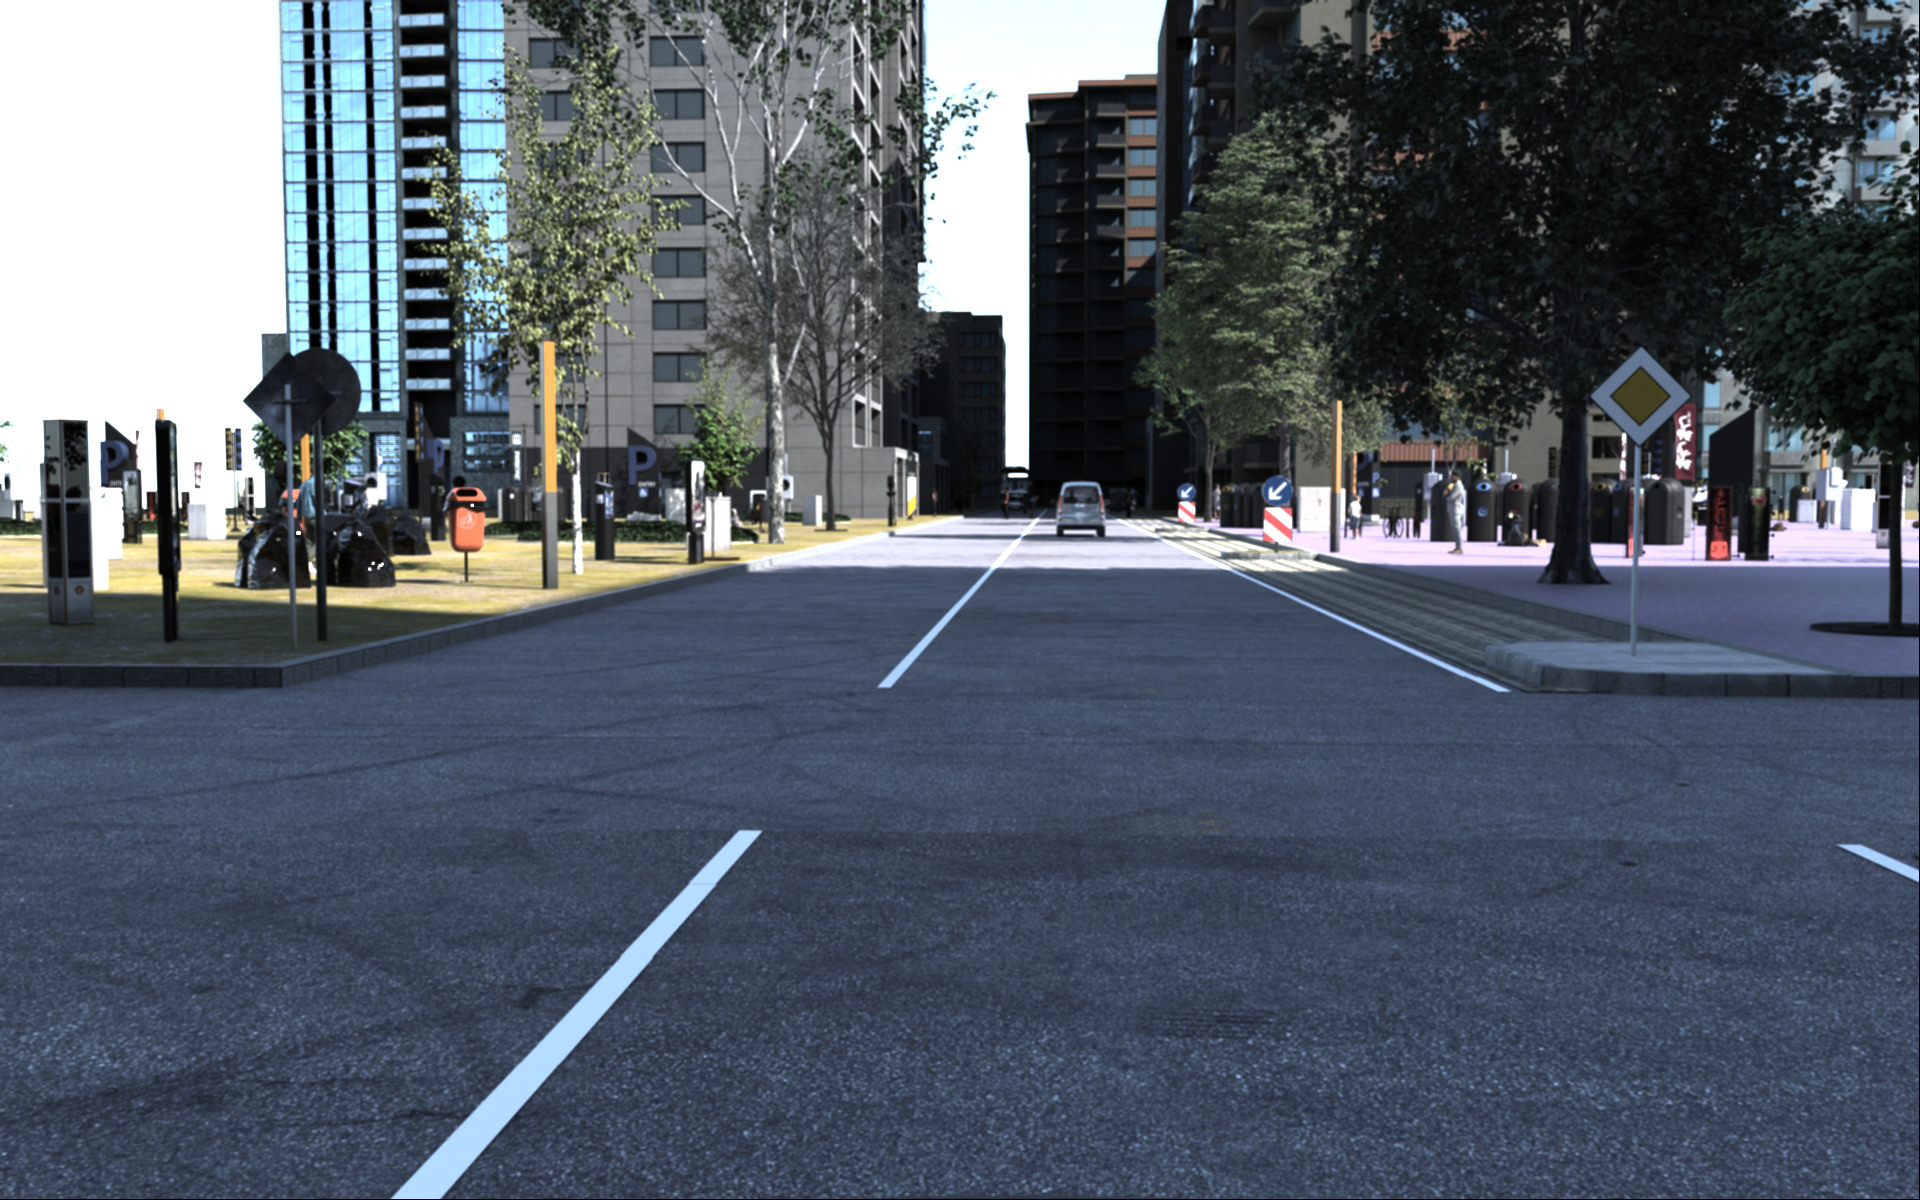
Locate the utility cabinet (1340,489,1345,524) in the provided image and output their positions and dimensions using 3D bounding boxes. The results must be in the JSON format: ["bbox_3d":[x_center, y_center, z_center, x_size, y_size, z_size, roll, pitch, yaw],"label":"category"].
[{"bbox_3d":[15.543,-3.910,72.608,1.173,1.500,0.318,3,5,44],"label":"utility cabinet"}]

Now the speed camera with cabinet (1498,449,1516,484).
[{"bbox_3d":[24.857,-5.026,76.518,2.038,3.252,0.660,2,4,32],"label":"speed camera with cabinet"}]

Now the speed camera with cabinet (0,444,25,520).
[{"bbox_3d":[-37.859,-4.556,68.820,2.038,3.252,0.660,3,5,40],"label":"speed camera with cabinet"}]

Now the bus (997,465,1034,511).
[{"bbox_3d":[5.022,-9.857,152.703,2.896,3.916,12.252,0,4,4],"label":"bus"}]

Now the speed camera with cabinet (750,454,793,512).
[{"bbox_3d":[-9.238,-5.537,84.870,2.038,3.252,0.660,0,4,6],"label":"speed camera with cabinet"}]

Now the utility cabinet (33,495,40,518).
[{"bbox_3d":[-44.838,-4.508,84.861,1.020,1.237,0.306,0,4,1],"label":"utility cabinet"}]

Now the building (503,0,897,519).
[{"bbox_3d":[-12.952,-40.406,98.884,20.563,71.187,20.611,0,4,3],"label":"building"}]

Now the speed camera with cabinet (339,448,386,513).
[{"bbox_3d":[-25.549,-4.873,74.009,2.038,3.252,0.660,1,4,18],"label":"speed camera with cabinet"}]

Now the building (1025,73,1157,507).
[{"bbox_3d":[19.792,-32.340,183.382,28.867,44.769,22.147,0,4,3],"label":"building"}]

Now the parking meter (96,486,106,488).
[{"bbox_3d":[-28.701,-3.023,57.830,0.372,1.533,0.369,0,3,0],"label":"parking meter"}]

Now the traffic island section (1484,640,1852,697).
[{"bbox_3d":[5.376,0.524,13.710,2.009,0.180,2.903,0,4,3],"label":"traffic island section"}]

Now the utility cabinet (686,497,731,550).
[{"bbox_3d":[-5.801,-1.760,39.939,1.020,1.237,0.306,-1,4,-8],"label":"utility cabinet"}]

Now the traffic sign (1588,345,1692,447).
[{"bbox_3d":[5.352,-0.700,13.629,0.795,2.593,0.064,0,4,3],"label":"traffic sign"}]

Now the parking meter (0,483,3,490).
[{"bbox_3d":[-50.324,-5.193,90.609,0.255,1.863,0.399,2,4,34],"label":"parking meter"}]

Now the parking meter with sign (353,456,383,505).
[{"bbox_3d":[-27.198,-5.049,78.820,1.738,3.016,0.543,0,4,7],"label":"parking meter with sign"}]

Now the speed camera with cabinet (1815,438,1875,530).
[{"bbox_3d":[31.626,-4.130,61.859,2.038,3.252,0.660,-1,4,-13],"label":"speed camera with cabinet"}]

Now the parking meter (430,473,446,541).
[{"bbox_3d":[-14.281,-2.548,47.377,0.399,1.863,0.255,3,4,39],"label":"parking meter"}]

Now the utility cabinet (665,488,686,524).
[{"bbox_3d":[-11.013,-3.640,68.194,1.173,1.500,0.318,-3,5,-39],"label":"utility cabinet"}]

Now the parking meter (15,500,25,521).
[{"bbox_3d":[-40.898,-4.091,75.291,0.372,1.533,0.369,0,3,0],"label":"parking meter"}]

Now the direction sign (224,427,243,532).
[{"bbox_3d":[-24.708,-4.097,58.977,0.379,3.537,0.876,1,4,14],"label":"direction sign"}]

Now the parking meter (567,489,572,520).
[{"bbox_3d":[-19.211,-4.717,85.536,0.372,1.533,0.369,0,3,0],"label":"parking meter"}]

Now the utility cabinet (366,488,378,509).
[{"bbox_3d":[-21.836,-3.378,63.914,0.318,1.500,1.173,0,4,-1],"label":"utility cabinet"}]

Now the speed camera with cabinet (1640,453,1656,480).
[{"bbox_3d":[33.391,-5.414,82.859,2.038,3.252,0.660,-1,4,-16],"label":"speed camera with cabinet"}]

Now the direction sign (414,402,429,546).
[{"bbox_3d":[-13.367,-3.110,42.850,0.379,3.537,0.876,0,4,-5],"label":"direction sign"}]

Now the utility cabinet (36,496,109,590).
[{"bbox_3d":[-11.982,-0.750,23.424,1.020,1.237,0.306,2,4,28],"label":"utility cabinet"}]

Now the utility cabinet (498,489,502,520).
[{"bbox_3d":[-21.856,-4.588,83.696,0.318,1.500,1.173,1,4,18],"label":"utility cabinet"}]

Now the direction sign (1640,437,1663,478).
[{"bbox_3d":[27.541,-4.713,69.052,0.379,3.537,0.876,-3,5,-43],"label":"direction sign"}]

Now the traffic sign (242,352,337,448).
[{"bbox_3d":[-5.523,-0.739,14.278,0.795,2.593,0.064,0,4,3],"label":"traffic sign"}]

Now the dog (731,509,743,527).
[{"bbox_3d":[-7.004,-2.435,54.196,0.513,0.831,0.800,0,4,-2],"label":"dog"}]

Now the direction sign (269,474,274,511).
[{"bbox_3d":[-33.678,-5.682,84.890,0.379,3.537,0.876,-3,5,-43],"label":"direction sign"}]

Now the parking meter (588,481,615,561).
[{"bbox_3d":[-6.889,-1.538,33.559,0.372,1.533,0.369,0,3,0],"label":"parking meter"}]

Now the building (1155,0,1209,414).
[{"bbox_3d":[24.877,-30.903,155.371,14.600,45.320,14.200,0,4,3],"label":"building"}]

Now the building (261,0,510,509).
[{"bbox_3d":[-46.073,-51.469,154.190,31.000,86.520,22.319,0,4,3],"label":"building"}]

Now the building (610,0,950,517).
[{"bbox_3d":[-11.230,-41.674,119.628,20.563,71.187,20.611,0,4,3],"label":"building"}]

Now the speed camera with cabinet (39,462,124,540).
[{"bbox_3d":[-24.410,-3.290,48.121,0.660,3.252,2.038,3,4,37],"label":"speed camera with cabinet"}]

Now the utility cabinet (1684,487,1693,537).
[{"bbox_3d":[21.478,-2.605,51.266,0.318,1.500,1.173,1,4,19],"label":"utility cabinet"}]

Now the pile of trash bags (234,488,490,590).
[{"bbox_3d":[-8.410,-0.896,24.408,3.447,1.369,1.912,-1,4,-19],"label":"pile of trash bags"}]

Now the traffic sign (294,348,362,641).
[{"bbox_3d":[-5.585,-0.917,15.093,0.768,2.556,0.104,0,4,5],"label":"traffic sign"}]

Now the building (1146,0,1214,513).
[{"bbox_3d":[26.346,-50.077,131.433,22.319,86.520,31.000,0,4,3],"label":"building"}]

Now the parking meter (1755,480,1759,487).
[{"bbox_3d":[29.193,-3.554,63.821,0.399,1.863,0.255,-1,4,-22],"label":"parking meter"}]

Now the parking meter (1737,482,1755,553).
[{"bbox_3d":[17.189,-1.798,37.802,0.372,1.533,0.369,0,3,0],"label":"parking meter"}]

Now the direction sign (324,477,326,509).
[{"bbox_3d":[-18.743,-3.610,51.022,0.876,3.537,0.379,-2,4,-30],"label":"direction sign"}]

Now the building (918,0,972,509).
[{"bbox_3d":[-15.013,-51.400,153.054,31.000,86.520,22.319,0,4,3],"label":"building"}]

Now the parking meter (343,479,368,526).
[{"bbox_3d":[-9.985,-1.236,28.622,0.372,1.533,0.369,0,3,0],"label":"parking meter"}]

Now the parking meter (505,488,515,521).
[{"bbox_3d":[-19.401,-4.054,74.692,0.372,1.533,0.369,0,3,0],"label":"parking meter"}]

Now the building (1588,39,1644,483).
[{"bbox_3d":[47.142,-32.226,150.598,21.600,48.544,21.300,0,4,3],"label":"building"}]

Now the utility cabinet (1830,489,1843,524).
[{"bbox_3d":[37.494,-3.951,73.277,1.173,1.500,0.318,0,4,-6],"label":"utility cabinet"}]

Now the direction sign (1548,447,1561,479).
[{"bbox_3d":[28.873,-5.608,83.687,0.876,3.537,0.379,2,4,34],"label":"direction sign"}]

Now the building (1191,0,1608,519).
[{"bbox_3d":[25.195,-27.393,102.498,22.147,44.769,28.867,0,4,3],"label":"building"}]

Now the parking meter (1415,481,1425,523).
[{"bbox_3d":[20.742,-4.426,78.076,0.399,1.863,0.255,3,5,44],"label":"parking meter"}]

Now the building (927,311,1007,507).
[{"bbox_3d":[-9.799,-21.002,188.415,28.899,21.520,27.650,0,4,3],"label":"building"}]

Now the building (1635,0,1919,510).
[{"bbox_3d":[73.452,-32.314,147.946,30.456,49.044,23.786,0,4,3],"label":"building"}]

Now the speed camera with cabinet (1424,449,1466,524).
[{"bbox_3d":[21.364,-4.972,75.635,2.038,3.252,0.660,2,4,25],"label":"speed camera with cabinet"}]

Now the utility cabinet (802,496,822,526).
[{"bbox_3d":[-6.044,-3.644,70.748,0.306,1.237,1.020,-3,5,-39],"label":"utility cabinet"}]

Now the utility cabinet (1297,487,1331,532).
[{"bbox_3d":[11.731,-2.960,57.076,1.173,1.500,0.318,-1,4,-9],"label":"utility cabinet"}]
